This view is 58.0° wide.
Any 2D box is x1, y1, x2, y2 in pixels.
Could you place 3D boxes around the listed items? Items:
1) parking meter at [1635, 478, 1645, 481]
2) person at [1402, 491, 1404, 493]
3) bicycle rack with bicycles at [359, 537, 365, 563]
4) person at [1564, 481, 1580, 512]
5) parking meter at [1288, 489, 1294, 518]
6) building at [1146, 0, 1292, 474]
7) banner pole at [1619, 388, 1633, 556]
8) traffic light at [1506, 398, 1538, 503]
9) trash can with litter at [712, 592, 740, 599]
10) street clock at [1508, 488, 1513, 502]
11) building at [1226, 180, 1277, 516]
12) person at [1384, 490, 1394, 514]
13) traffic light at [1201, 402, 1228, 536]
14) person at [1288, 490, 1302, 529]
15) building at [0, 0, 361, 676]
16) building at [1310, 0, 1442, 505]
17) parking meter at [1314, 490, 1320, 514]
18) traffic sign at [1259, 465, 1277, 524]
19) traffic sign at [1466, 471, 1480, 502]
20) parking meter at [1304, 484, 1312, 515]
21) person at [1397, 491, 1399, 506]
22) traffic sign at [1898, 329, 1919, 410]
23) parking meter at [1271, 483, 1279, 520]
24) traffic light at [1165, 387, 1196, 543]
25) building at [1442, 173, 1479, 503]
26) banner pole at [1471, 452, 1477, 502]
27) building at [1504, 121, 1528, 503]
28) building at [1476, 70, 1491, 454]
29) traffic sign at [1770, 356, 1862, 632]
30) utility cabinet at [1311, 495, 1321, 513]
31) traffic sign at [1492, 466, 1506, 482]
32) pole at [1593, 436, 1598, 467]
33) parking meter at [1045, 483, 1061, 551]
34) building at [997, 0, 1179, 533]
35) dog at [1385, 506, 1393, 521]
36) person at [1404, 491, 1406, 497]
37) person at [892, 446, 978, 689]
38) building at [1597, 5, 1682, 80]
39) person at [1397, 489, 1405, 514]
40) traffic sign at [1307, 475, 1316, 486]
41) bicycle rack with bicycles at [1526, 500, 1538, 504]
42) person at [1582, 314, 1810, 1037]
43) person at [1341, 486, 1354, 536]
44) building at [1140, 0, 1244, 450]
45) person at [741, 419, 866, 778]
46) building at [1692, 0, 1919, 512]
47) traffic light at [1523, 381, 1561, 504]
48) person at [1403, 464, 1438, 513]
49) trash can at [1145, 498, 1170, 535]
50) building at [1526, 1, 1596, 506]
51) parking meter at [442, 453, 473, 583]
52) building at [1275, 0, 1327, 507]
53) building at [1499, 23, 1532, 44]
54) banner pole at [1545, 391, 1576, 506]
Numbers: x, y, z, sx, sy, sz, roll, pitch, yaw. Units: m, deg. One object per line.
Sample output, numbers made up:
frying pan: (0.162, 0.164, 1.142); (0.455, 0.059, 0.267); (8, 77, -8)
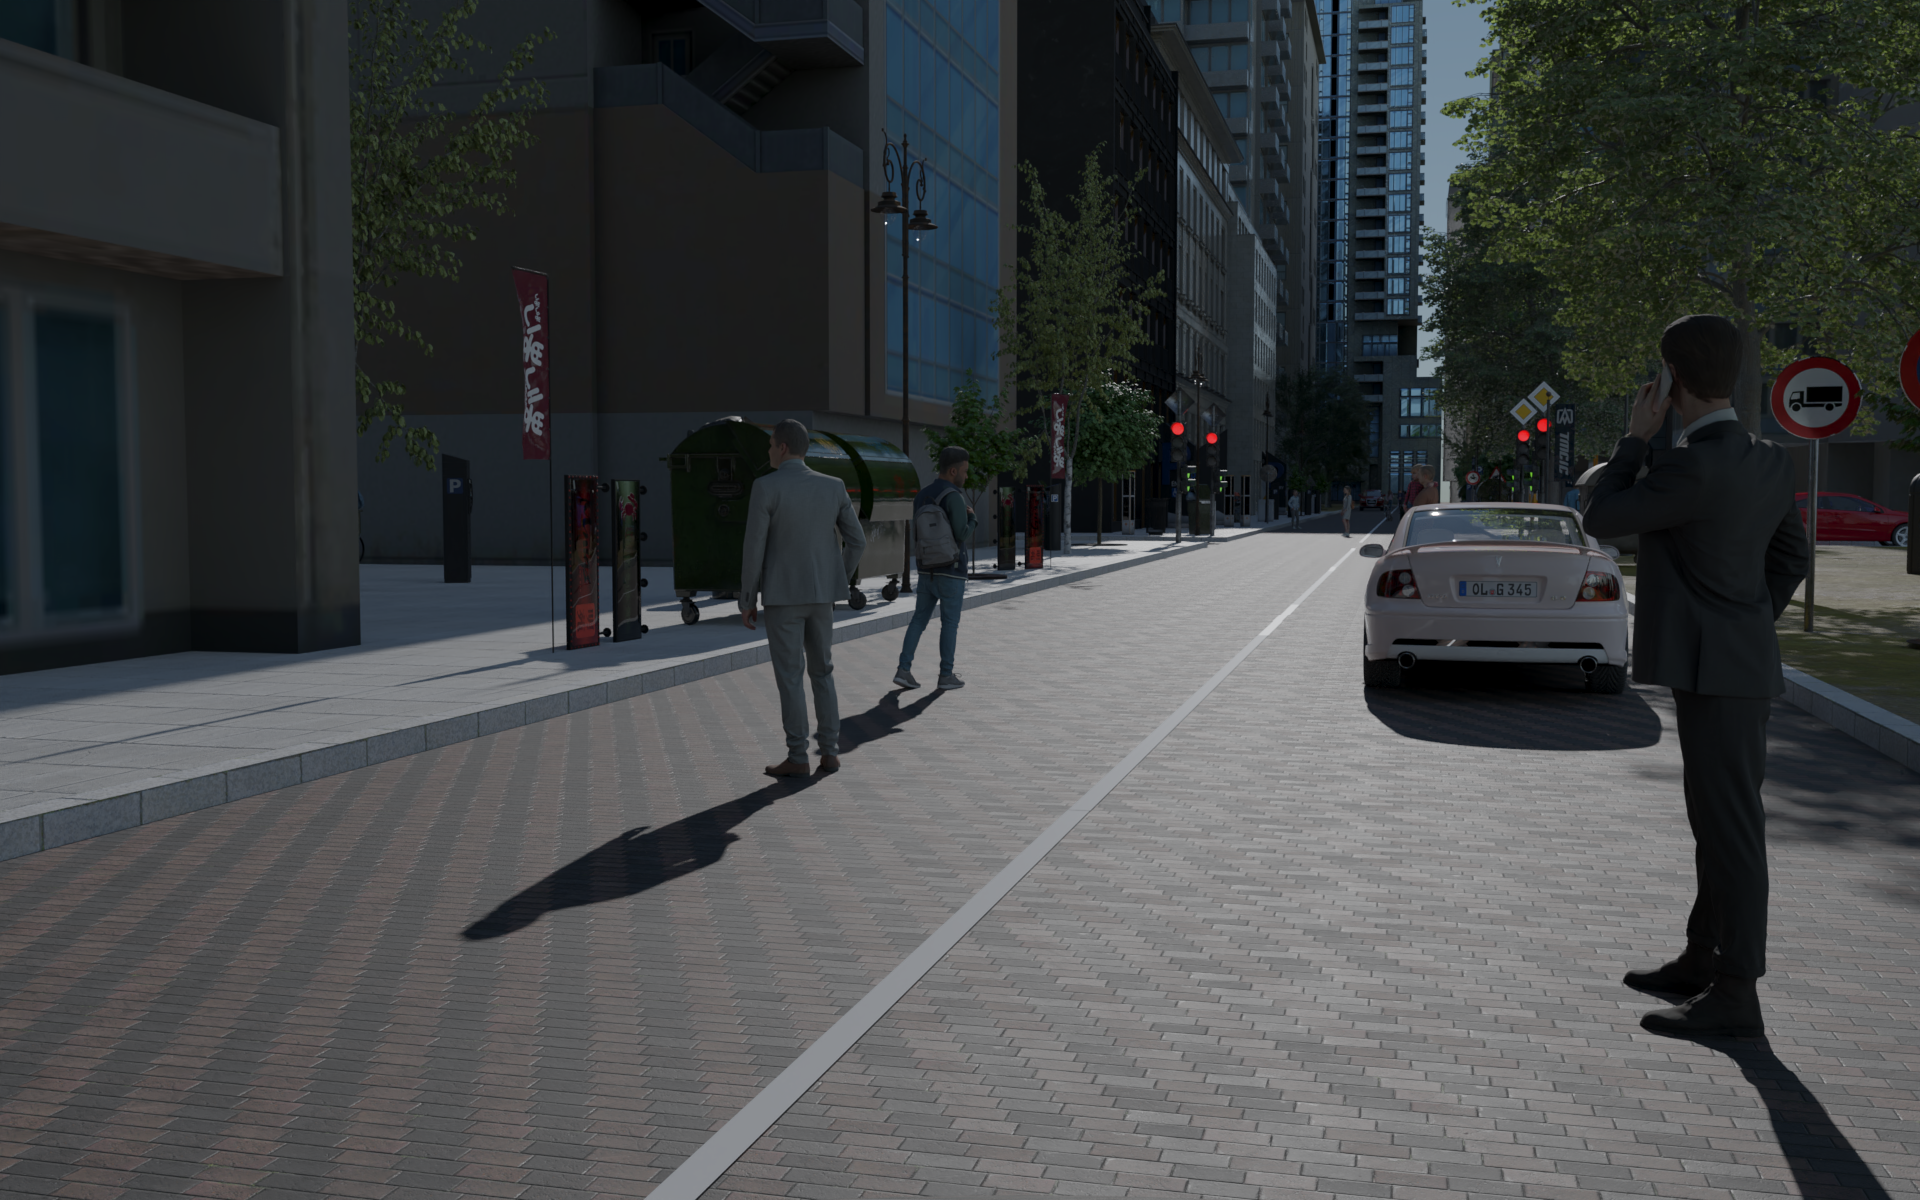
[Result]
parking meter: (16.526, -2.224, 42.072); (0.255, 1.863, 0.399); (1, 4, 17)
person: (48.899, -11.152, 190.923); (0.705, 1.812, 1.348); (0, 4, -6)
bicycle rack with bicycles: (-11.707, -1.004, 29.804); (2.925, 0.926, 2.852); (-3, 5, -40)
person: (16.369, -2.278, 46.094); (0.601, 1.785, 0.444); (2, 4, 31)
parking meter: (17.960, -5.230, 93.922); (0.372, 1.533, 0.369); (0, 3, 0)
building: (15.514, -32.062, 143.817); (23.786, 49.044, 30.456); (1, 4, 15)
banner pole: (13.884, -2.820, 36.124); (0.401, 3.779, 0.863); (2, 4, 24)
traffic light: (16.494, -3.788, 50.860); (0.839, 4.253, 0.868); (1, 4, 15)
trash can with litter: (-2.886, -0.614, 21.424); (0.624, 1.170, 1.055); (0, 4, -6)
street clock: (30.622, -5.622, 96.486); (0.358, 2.002, 0.471); (1, 4, 9)
building: (14.318, -15.669, 110.945); (10.420, 20.320, 16.860); (1, 4, 15)
person: (30.135, -6.895, 121.828); (0.593, 1.750, 0.643); (-1, 4, -13)
traffic light: (7.769, -3.926, 53.109); (0.839, 4.253, 0.868); (1, 4, 15)
person: (13.682, -3.698, 70.777); (0.589, 1.601, 0.330); (-1, 4, -23)
building: (-18.038, -23.368, 5.762); (21.300, 48.544, 21.600); (1, 4, 15)
building: (45.710, -55.535, 220.668); (31.000, 86.520, 22.319); (1, 4, 15)
parking meter: (23.245, -6.379, 112.706); (0.372, 1.533, 0.369); (0, 3, 0)
traffic sign: (13.340, -4.584, 75.048); (0.768, 2.556, 0.104); (1, 4, 17)
traffic sign: (27.917, -5.761, 94.294); (0.768, 2.556, 0.104); (1, 4, 16)
parking meter: (21.050, -6.054, 104.701); (0.399, 1.863, 0.255); (-1, 4, -17)
person: (47.993, -11.016, 189.280); (0.621, 1.740, 0.551); (-3, 4, -37)
traffic sign: (7.056, -0.745, 12.287); (0.768, 2.556, 0.104); (1, 4, 21)
parking meter: (15.722, -4.940, 86.473); (0.399, 1.863, 0.255); (0, 4, 8)
traffic light: (5.755, -3.453, 45.381); (0.839, 4.253, 0.868); (1, 4, 15)
building: (66.663, -32.327, 212.142); (14.086, 41.232, 14.154); (1, 4, 15)
banner pole: (30.465, -6.887, 102.627); (0.401, 3.779, 0.863); (0, 4, -6)
building: (49.536, -22.161, 134.040); (14.160, 30.474, 14.107); (1, 4, 15)
building: (56.209, -29.214, 161.241); (14.154, 41.232, 14.086); (1, 4, 15)
traffic sign: (7.918, -0.977, 16.084); (0.768, 2.556, 0.104); (1, 4, 21)
utility cabinet: (23.548, -6.380, 115.479); (1.020, 1.237, 0.306); (1, 4, 14)
traffic sign: (24.936, -4.927, 80.567); (0.884, 2.594, 0.081); (1, 4, 16)
pole: (22.467, -4.124, 61.267); (0.158, 3.312, 0.155); (0, 3, 0)
parking meter: (2.111, -1.894, 39.375); (0.372, 1.533, 0.369); (0, 3, 0)
building: (1.013, -14.411, 65.297); (12.332, 23.373, 15.834); (1, 4, 15)
dog: (22.639, -4.574, 91.621); (0.513, 0.831, 0.800); (2, 4, 27)
person: (44.143, -9.941, 171.713); (1.217, 1.739, 0.721); (1, 4, 19)
person: (-0.137, -0.237, 12.723); (0.623, 1.781, 0.721); (3, 4, 36)
building: (39.774, -19.402, 88.920); (14.160, 30.474, 14.107); (1, 4, 15)
person: (32.132, -7.170, 126.179); (0.683, 1.767, 0.568); (2, 4, 34)
traffic sign: (23.255, -7.048, 115.236); (0.884, 2.594, 0.081); (1, 4, 23)
bicycle rack with bicycles: (33.031, -5.235, 98.973); (2.925, 0.926, 2.852); (-1, 4, -21)
person: (1.971, 0.195, 4.681); (0.474, 1.900, 0.648); (3, 4, 38)
person: (13.262, -3.049, 59.361); (0.522, 1.701, 0.512); (0, 4, -7)
building: (4.914, -15.613, 88.552); (16.112, 22.955, 30.059); (1, 4, 15)
person: (-0.813, -0.014, 8.831); (0.635, 1.810, 0.391); (-3, 5, -41)
building: (39.345, -22.579, 61.045); (23.993, 40.220, 32.217); (1, 4, 15)
traffic light: (14.480, -3.316, 43.132); (0.839, 4.253, 0.868); (1, 4, 15)
person: (6.109, -0.882, 22.897); (0.573, 1.828, 0.580); (-2, 4, -26)
trash can: (6.141, -2.610, 54.320); (0.748, 1.137, 0.748); (0, 3, 0)
building: (43.914, -28.142, 110.240); (14.600, 45.320, 14.200); (1, 4, 15)
parking meter: (-7.249, -1.180, 25.010); (0.399, 1.863, 0.255); (0, 4, -7)
building: (24.376, -36.508, 186.150); (27.495, 52.752, 28.713); (1, 4, 15)
building: (52.863, -28.379, 147.583); (14.154, 41.232, 14.086); (1, 4, 15)
banner pole: (14.579, -3.197, 42.286); (0.863, 3.779, 0.401); (1, 4, 19)
